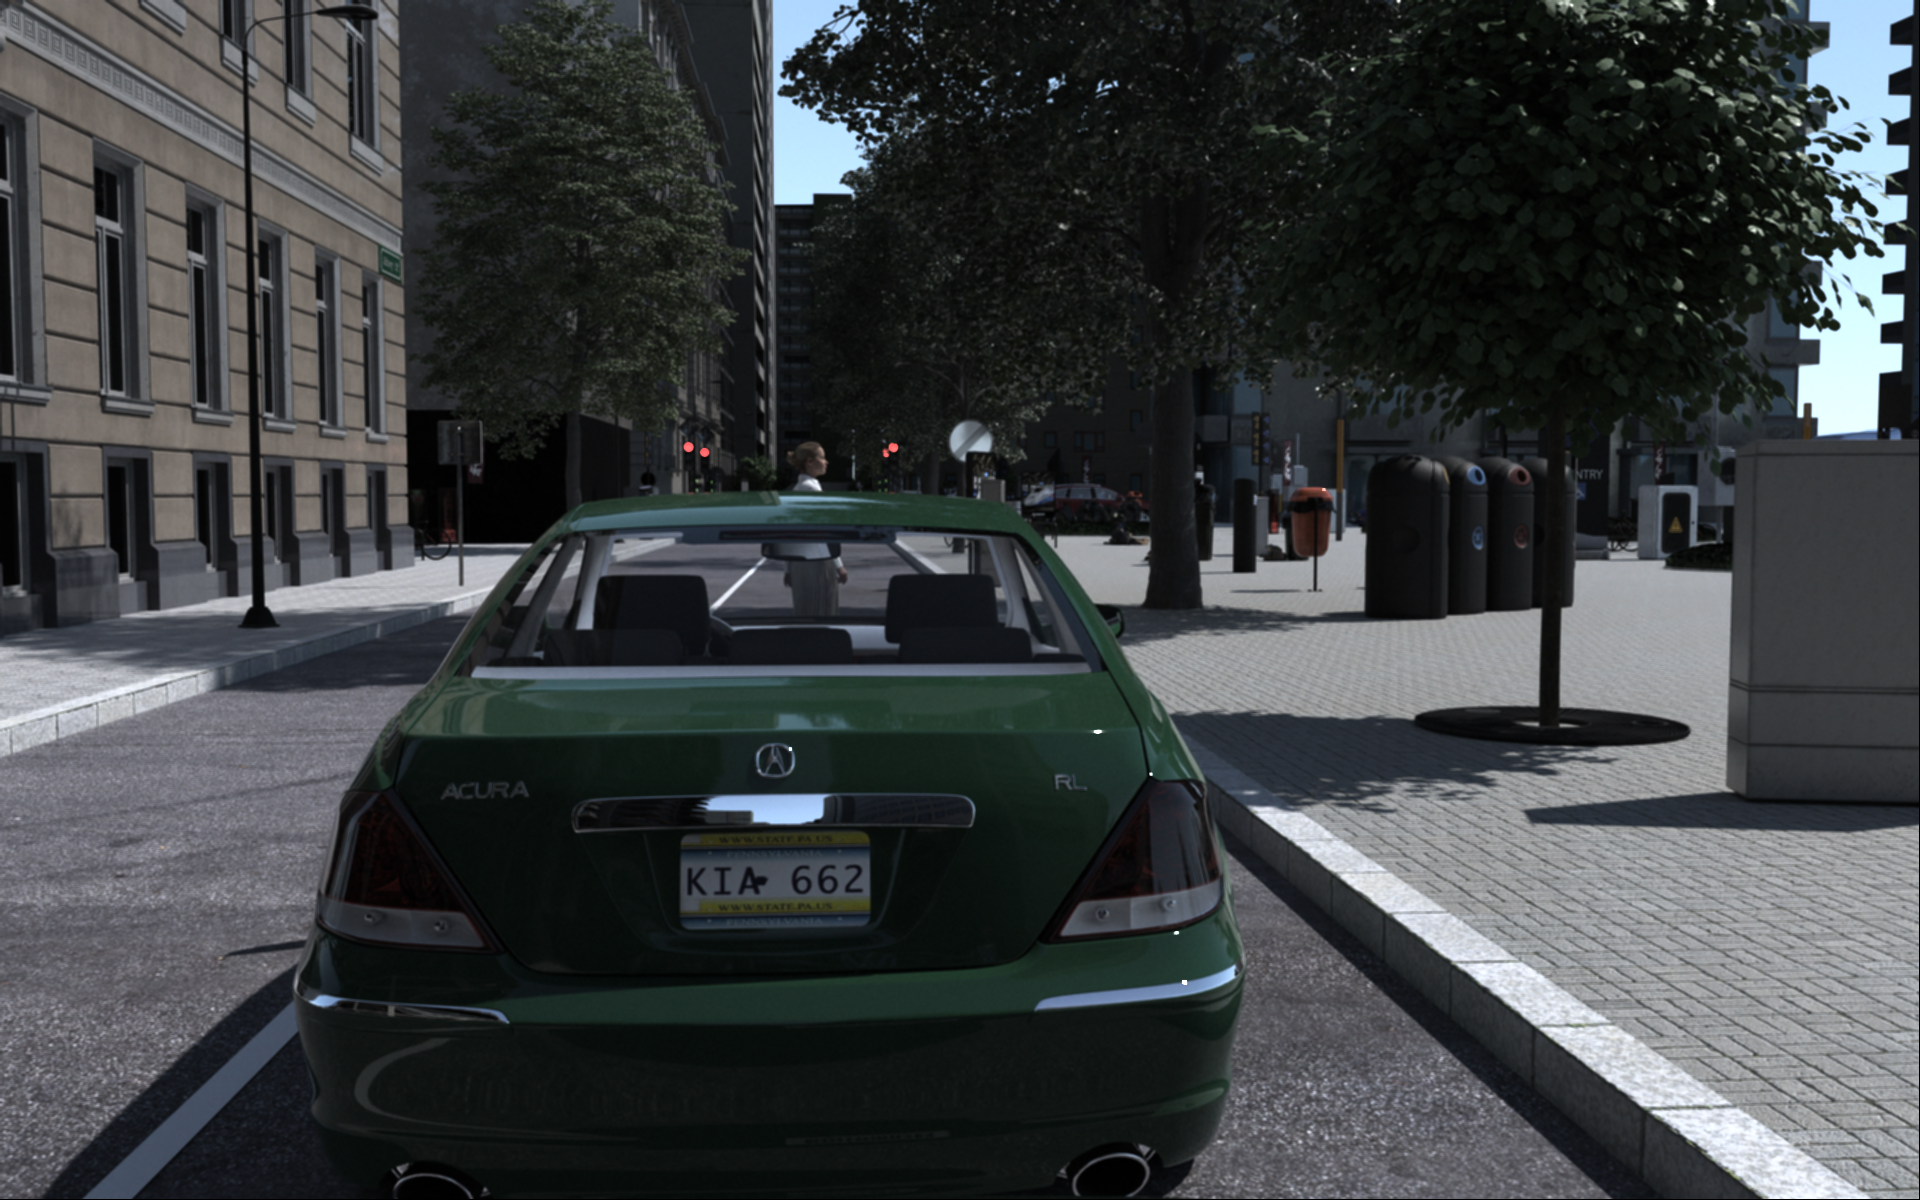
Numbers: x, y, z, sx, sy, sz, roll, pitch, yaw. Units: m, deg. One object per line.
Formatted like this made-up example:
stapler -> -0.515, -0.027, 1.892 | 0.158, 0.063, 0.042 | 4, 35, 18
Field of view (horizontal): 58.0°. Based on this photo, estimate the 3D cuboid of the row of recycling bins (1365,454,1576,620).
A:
row of recycling bins -> 5.596, -0.726, 18.983 | 3.534, 1.692, 1.069 | -3, 5, -43

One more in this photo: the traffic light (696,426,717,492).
traffic light -> -10.408, -5.015, 70.922 | 0.839, 4.253, 0.868 | 0, 4, -4

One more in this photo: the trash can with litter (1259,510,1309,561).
trash can with litter -> 6.329, -1.342, 33.321 | 1.055, 1.170, 0.624 | -2, 4, -25

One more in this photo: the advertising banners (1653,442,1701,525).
advertising banners -> 23.514, -3.713, 56.889 | 0.090, 3.025, 2.074 | -1, 4, -22

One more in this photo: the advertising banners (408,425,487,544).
advertising banners -> -13.076, -2.931, 44.117 | 2.074, 3.025, 0.090 | 0, 4, -5

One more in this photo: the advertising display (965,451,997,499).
advertising display -> 0.327, -1.300, 26.469 | 0.123, 1.923, 0.974 | 1, 4, 23

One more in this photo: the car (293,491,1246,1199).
car -> -0.470, 0.409, 5.111 | 2.131, 1.459, 4.920 | 0, 4, -4

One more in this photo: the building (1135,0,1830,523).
building -> 23.813, -28.444, 84.665 | 30.456, 49.044, 23.786 | 0, 4, -4

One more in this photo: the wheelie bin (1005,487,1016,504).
wheelie bin -> 2.862, -5.629, 99.942 | 0.980, 1.594, 0.693 | 3, 5, 45

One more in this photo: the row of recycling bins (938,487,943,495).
row of recycling bins -> 0.416, -5.619, 98.989 | 3.534, 1.692, 1.069 | -1, 4, -10

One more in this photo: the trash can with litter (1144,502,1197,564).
trash can with litter -> 3.801, -1.235, 31.574 | 0.624, 1.170, 1.055 | -3, 5, -41

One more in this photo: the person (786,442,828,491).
person -> -1.102, -0.211, 12.171 | 0.641, 1.798, 0.478 | -1, 4, -11

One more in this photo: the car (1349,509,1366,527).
car -> 17.481, -3.428, 68.626 | 3.894, 1.354, 1.945 | 0, 4, -4

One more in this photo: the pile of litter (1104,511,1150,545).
pile of litter -> 4.252, -1.844, 44.113 | 1.176, 0.858, 1.719 | 0, 4, 3

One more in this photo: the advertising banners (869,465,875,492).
advertising banners -> -5.312, -6.526, 102.887 | 0.090, 3.025, 2.074 | -1, 4, -16

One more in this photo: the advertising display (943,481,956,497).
advertising display -> -0.324, -4.867, 84.793 | 0.974, 1.923, 0.123 | 0, 4, 7

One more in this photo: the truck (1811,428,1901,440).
truck -> 43.740, -5.013, 71.722 | 18.799, 4.110, 2.967 | 0, 4, -4

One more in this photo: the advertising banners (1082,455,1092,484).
advertising banners -> 5.086, -5.034, 78.490 | 2.074, 3.025, 0.090 | 2, 4, 35

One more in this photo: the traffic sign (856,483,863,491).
traffic sign -> -8.145, -8.635, 141.290 | 0.768, 2.556, 0.104 | 0, 4, -2

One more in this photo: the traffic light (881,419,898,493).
traffic light -> -2.473, -4.563, 63.521 | 0.839, 4.253, 0.868 | 0, 4, -4

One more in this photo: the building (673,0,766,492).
building -> -28.672, -32.501, 155.088 | 21.300, 48.544, 21.600 | 0, 4, -4

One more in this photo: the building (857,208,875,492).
building -> -7.595, -33.935, 238.430 | 14.086, 41.232, 14.154 | 0, 4, -4

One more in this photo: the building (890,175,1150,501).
building -> 9.470, -16.653, 117.311 | 27.650, 21.520, 28.899 | 0, 4, -4

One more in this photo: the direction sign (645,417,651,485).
direction sign -> -9.032, -3.559, 50.187 | 0.379, 3.537, 0.876 | 0, 4, -1

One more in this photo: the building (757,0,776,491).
building -> -32.909, -47.077, 207.964 | 20.611, 71.187, 20.563 | 0, 4, -4

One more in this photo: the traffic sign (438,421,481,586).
traffic sign -> -6.969, -1.347, 24.151 | 0.606, 2.300, 0.079 | 0, 4, 2

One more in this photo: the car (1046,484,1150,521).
car -> 5.300, -3.588, 67.331 | 5.304, 1.827, 2.281 | 0, 4, -3

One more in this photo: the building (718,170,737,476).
building -> -24.535, -20.544, 129.408 | 14.314, 27.812, 24.014 | 0, 4, -4

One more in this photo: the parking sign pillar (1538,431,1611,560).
parking sign pillar -> 12.101, -2.794, 34.159 | 1.447, 3.967, 1.447 | 0, 4, -4

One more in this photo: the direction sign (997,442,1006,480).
direction sign -> 1.716, -5.029, 74.221 | 0.379, 3.537, 0.876 | -3, 4, -36

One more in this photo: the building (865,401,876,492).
building -> 4.601, -20.397, 178.531 | 27.650, 21.520, 28.899 | 0, 4, -4

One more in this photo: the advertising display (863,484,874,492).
advertising display -> -5.864, -6.458, 110.803 | 0.123, 1.923, 0.974 | 3, 4, 37

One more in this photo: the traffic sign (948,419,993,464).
traffic sign -> 0.181, -1.806, 29.631 | 0.768, 2.556, 0.104 | 0, 4, -1

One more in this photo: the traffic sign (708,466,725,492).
traffic sign -> -11.166, -4.856, 79.501 | 0.768, 2.556, 0.104 | 0, 4, 2

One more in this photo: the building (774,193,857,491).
building -> -21.652, -33.880, 237.526 | 14.086, 41.232, 14.154 | 0, 4, -4

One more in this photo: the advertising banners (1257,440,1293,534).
advertising banners -> 10.033, -3.622, 55.407 | 2.074, 3.025, 0.090 | -3, 5, -43

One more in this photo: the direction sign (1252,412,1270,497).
direction sign -> 8.312, -3.422, 47.946 | 0.379, 3.537, 0.876 | 3, 5, 40

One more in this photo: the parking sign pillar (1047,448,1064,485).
parking sign pillar -> 5.606, -6.912, 101.481 | 1.447, 3.967, 1.447 | -2, 4, -26

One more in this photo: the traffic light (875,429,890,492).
traffic light -> -3.068, -5.050, 71.484 | 0.839, 4.253, 0.868 | 0, 4, -4

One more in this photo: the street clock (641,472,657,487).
street clock -> -10.195, -3.193, 56.777 | 0.471, 2.002, 0.358 | 1, 4, 8

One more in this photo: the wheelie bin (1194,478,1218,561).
wheelie bin -> 4.625, -1.571, 33.589 | 0.693, 1.594, 0.980 | 1, 4, 15

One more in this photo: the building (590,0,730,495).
building -> -21.513, -19.451, 105.416 | 14.401, 28.519, 23.554 | 0, 4, -4

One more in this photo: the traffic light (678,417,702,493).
traffic light -> -9.813, -4.528, 62.959 | 0.839, 4.253, 0.868 | 0, 4, -4

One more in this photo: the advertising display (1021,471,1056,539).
advertising display -> 2.206, -2.672, 48.902 | 0.974, 1.923, 0.123 | 0, 4, -6

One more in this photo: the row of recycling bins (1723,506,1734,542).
row of recycling bins -> 20.509, -2.197, 43.035 | 1.069, 1.692, 3.534 | -2, 4, -26

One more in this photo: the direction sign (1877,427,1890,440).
direction sign -> 31.520, -4.110, 59.189 | 0.379, 3.537, 0.876 | 0, 4, 5

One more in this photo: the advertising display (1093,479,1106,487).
advertising display -> 6.184, -4.390, 76.988 | 0.123, 1.923, 0.974 | 2, 4, 34

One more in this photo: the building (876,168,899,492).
building -> -0.646, -23.487, 155.721 | 14.160, 30.474, 14.107 | 0, 4, -4

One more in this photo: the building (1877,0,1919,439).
building -> 54.503, -26.358, 81.061 | 14.200, 45.320, 14.600 | 0, 4, -4
